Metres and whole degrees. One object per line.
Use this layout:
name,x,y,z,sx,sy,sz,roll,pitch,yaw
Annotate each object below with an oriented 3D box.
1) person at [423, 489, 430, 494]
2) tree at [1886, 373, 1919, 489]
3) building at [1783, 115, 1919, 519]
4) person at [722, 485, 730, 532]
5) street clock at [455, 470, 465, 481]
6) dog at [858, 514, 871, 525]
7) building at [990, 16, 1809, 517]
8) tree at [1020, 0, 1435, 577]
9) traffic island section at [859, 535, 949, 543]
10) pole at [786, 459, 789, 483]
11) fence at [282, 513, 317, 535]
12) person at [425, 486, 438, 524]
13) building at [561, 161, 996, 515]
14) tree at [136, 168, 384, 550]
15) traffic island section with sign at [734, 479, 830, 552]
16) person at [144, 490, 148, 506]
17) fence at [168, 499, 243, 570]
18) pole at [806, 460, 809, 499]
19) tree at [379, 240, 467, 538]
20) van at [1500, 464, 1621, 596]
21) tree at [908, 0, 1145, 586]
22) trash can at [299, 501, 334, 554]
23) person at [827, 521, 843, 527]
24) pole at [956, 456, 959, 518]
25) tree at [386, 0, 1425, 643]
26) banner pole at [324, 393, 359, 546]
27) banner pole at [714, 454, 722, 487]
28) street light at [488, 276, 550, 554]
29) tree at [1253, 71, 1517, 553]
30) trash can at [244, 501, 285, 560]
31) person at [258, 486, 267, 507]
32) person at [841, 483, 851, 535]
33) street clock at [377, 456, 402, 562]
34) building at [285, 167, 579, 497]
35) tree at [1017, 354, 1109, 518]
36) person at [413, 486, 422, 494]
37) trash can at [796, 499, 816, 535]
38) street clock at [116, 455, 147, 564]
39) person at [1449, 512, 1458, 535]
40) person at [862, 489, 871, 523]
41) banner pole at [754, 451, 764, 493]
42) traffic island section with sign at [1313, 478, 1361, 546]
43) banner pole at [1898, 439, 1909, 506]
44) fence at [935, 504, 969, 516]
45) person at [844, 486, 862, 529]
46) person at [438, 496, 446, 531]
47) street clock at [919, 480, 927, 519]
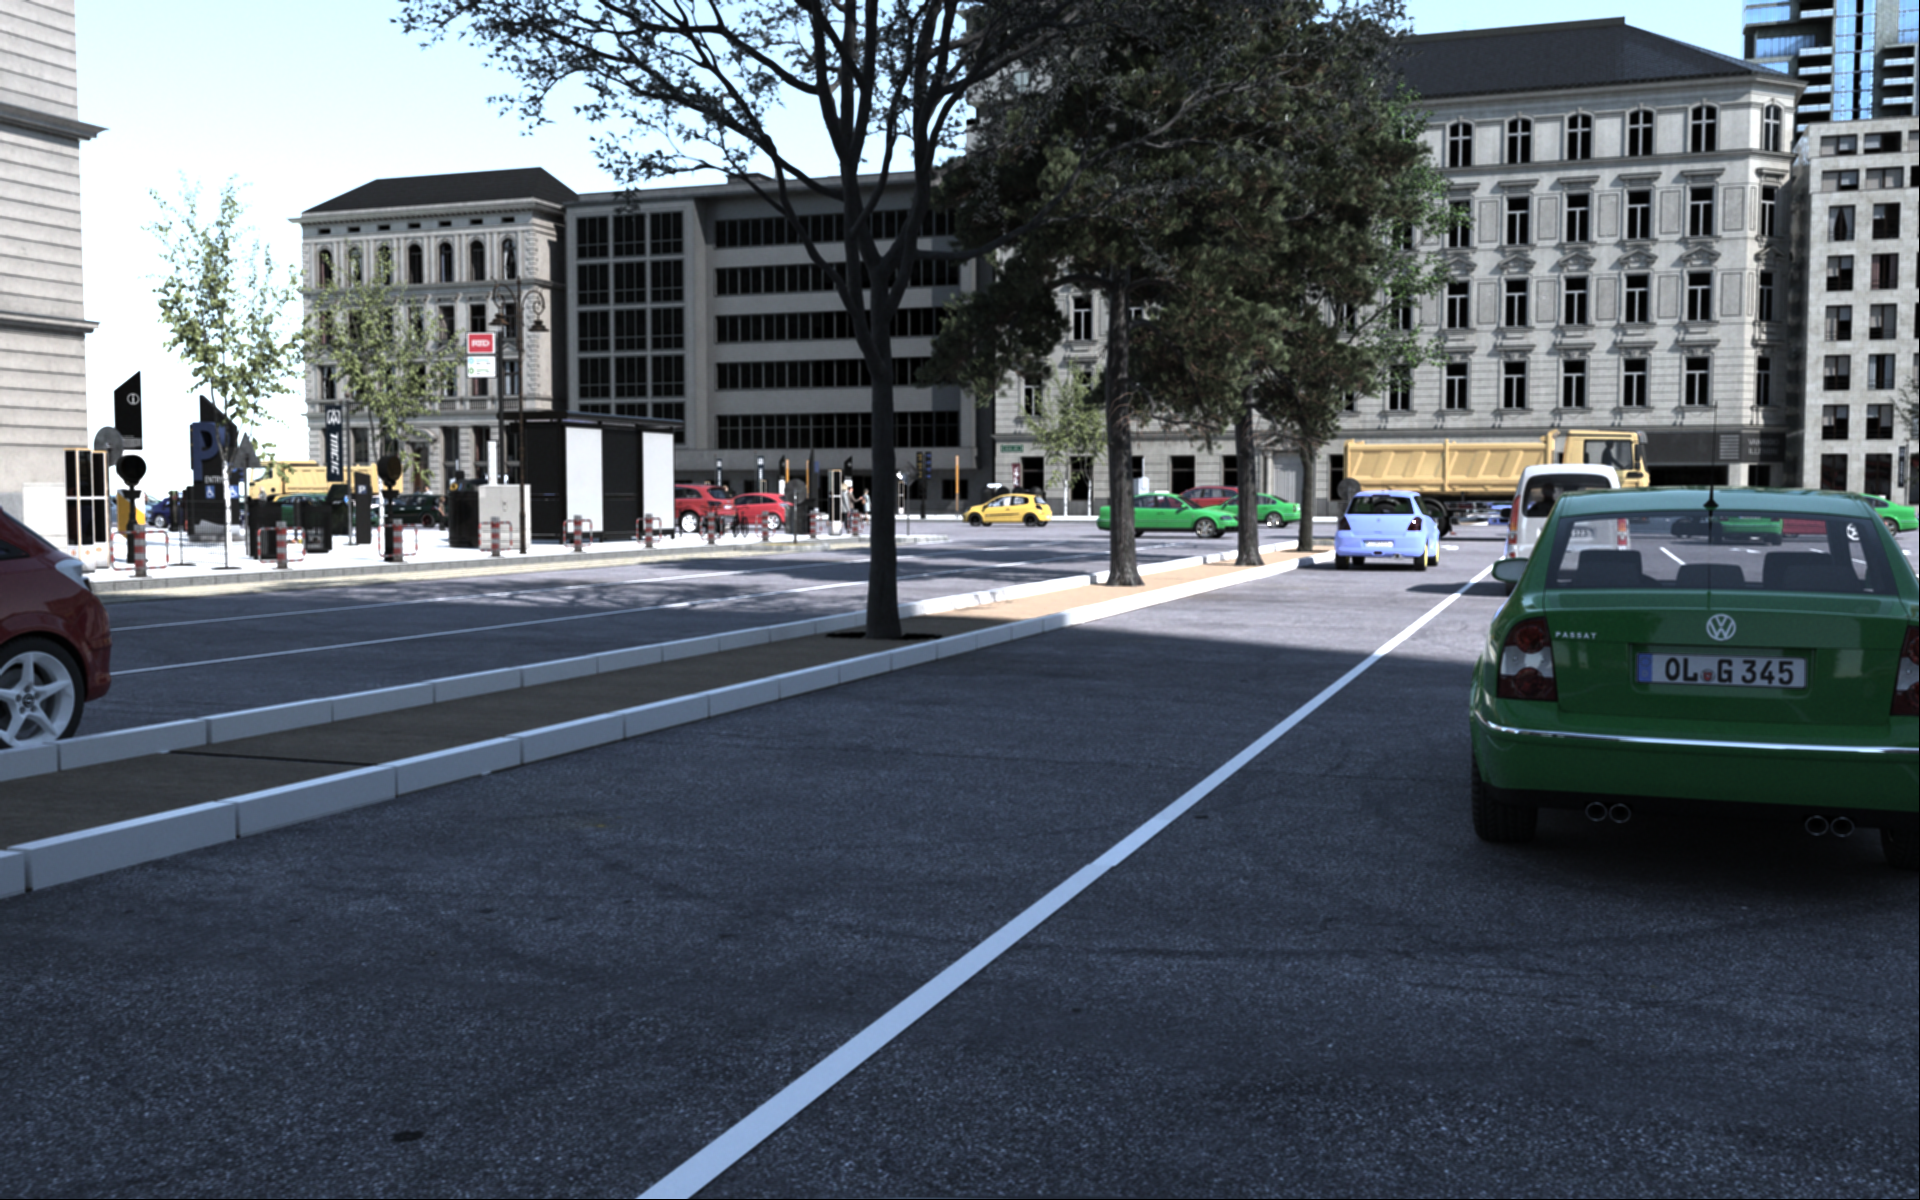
person,-25.866,-4.613,84.120,0.606,1.804,0.583,-2,4,-28
tree,43.138,-7.671,75.776,4.360,8.622,3.978,0,3,0
building,52.565,-14.365,89.617,16.860,20.320,10.420,1,4,20
person,-8.761,-3.409,64.790,0.519,1.759,0.362,3,5,45
street clock,-15.342,-2.974,53.196,0.358,2.002,0.471,-1,4,-10
dog,-4.419,-3.683,79.506,0.540,0.507,0.406,-2,4,-29
building,24.932,-19.948,102.558,44.131,29.872,17.030,1,4,20
tree,5.669,-6.709,34.208,6.751,12.117,7.091,0,3,0
traffic island section,-1.595,-1.855,52.607,2.009,0.180,2.903,1,4,20
pole,-10.160,-6.619,102.057,0.158,3.312,0.155,0,3,0
fence,-21.086,-2.360,53.955,2.069,0.683,0.278,-1,4,-12
person,-25.192,-4.531,82.436,0.795,1.843,0.661,-2,4,-29
building,-10.195,-18.078,114.635,30.058,24.678,14.314,1,4,20
tree,-16.738,-5.469,39.789,4.737,8.622,4.395,0,3,0
traffic island section with sign,-4.393,-2.158,43.905,1.989,1.847,2.006,1,4,20
person,-43.078,-4.971,91.253,0.415,1.643,0.593,1,4,20
fence,-13.202,-1.161,30.192,0.480,1.192,2.264,-3,5,-44
pole,-9.172,-6.778,104.661,0.158,3.312,0.155,0,3,0
tree,-16.643,-6.101,50.108,4.737,8.622,4.395,0,3,0
van,8.964,-1.129,25.474,2.013,2.044,4.112,1,4,20
tree,2.463,-6.246,26.633,6.751,12.117,7.091,0,3,0
trash can,-13.939,-1.584,37.558,0.748,1.137,0.748,0,3,0
person,-5.429,-4.099,75.619,0.778,1.811,0.616,-2,4,-31
pole,-0.145,-5.979,91.593,0.158,3.312,0.155,0,3,0
tree,-0.778,-6.347,16.601,12.009,13.543,11.850,0,3,0
banner pole,-15.319,-3.231,42.839,0.863,3.779,0.401,1,4,15
banner pole,-15.191,-7.256,108.650,0.401,3.779,0.863,2,4,31
street light,-9.345,-3.919,36.860,0.468,5.910,1.993,1,4,20
tree,8.559,-6.968,42.137,9.928,11.665,9.643,0,3,0
trash can,-13.607,-1.363,33.931,0.748,1.137,0.748,0,3,0
person,-32.280,-4.364,80.032,0.537,1.800,0.526,3,5,42
person,-3.877,-2.971,57.257,0.728,1.800,0.709,-1,4,-23
street clock,-10.817,-1.732,32.885,0.358,2.002,0.471,1,4,17
building,-34.823,-17.842,120.593,19.941,23.489,11.050,1,4,20
tree,5.317,-8.596,90.914,4.737,8.622,4.395,0,3,0
person,-27.835,-4.914,88.833,0.794,1.824,0.713,1,4,19
trash can,-4.878,-2.617,54.445,0.748,1.137,0.748,0,3,0
street clock,-15.222,-1.669,31.857,0.358,2.002,0.471,3,5,44
person,17.239,-3.058,61.035,0.613,1.512,0.480,-3,5,-40
person,-4.687,-4.713,86.567,0.512,1.701,0.522,3,5,45
banner pole,-11.657,-6.745,100.291,0.401,3.779,0.863,3,5,45
traffic island section with sign,10.775,-2.462,48.390,2.006,1.907,1.989,1,4,20
banner pole,43.335,-5.476,79.557,0.401,3.779,0.863,0,4,-4
fence,-0.481,-5.385,103.412,2.069,0.683,0.278,0,4,-3
person,-4.416,-3.810,71.321,0.750,1.759,0.617,-2,4,-30
person,-19.649,-3.268,65.833,0.340,1.345,0.435,-1,4,-18
street clock,-1.924,-5.206,89.690,0.358,2.002,0.471,2,4,30
